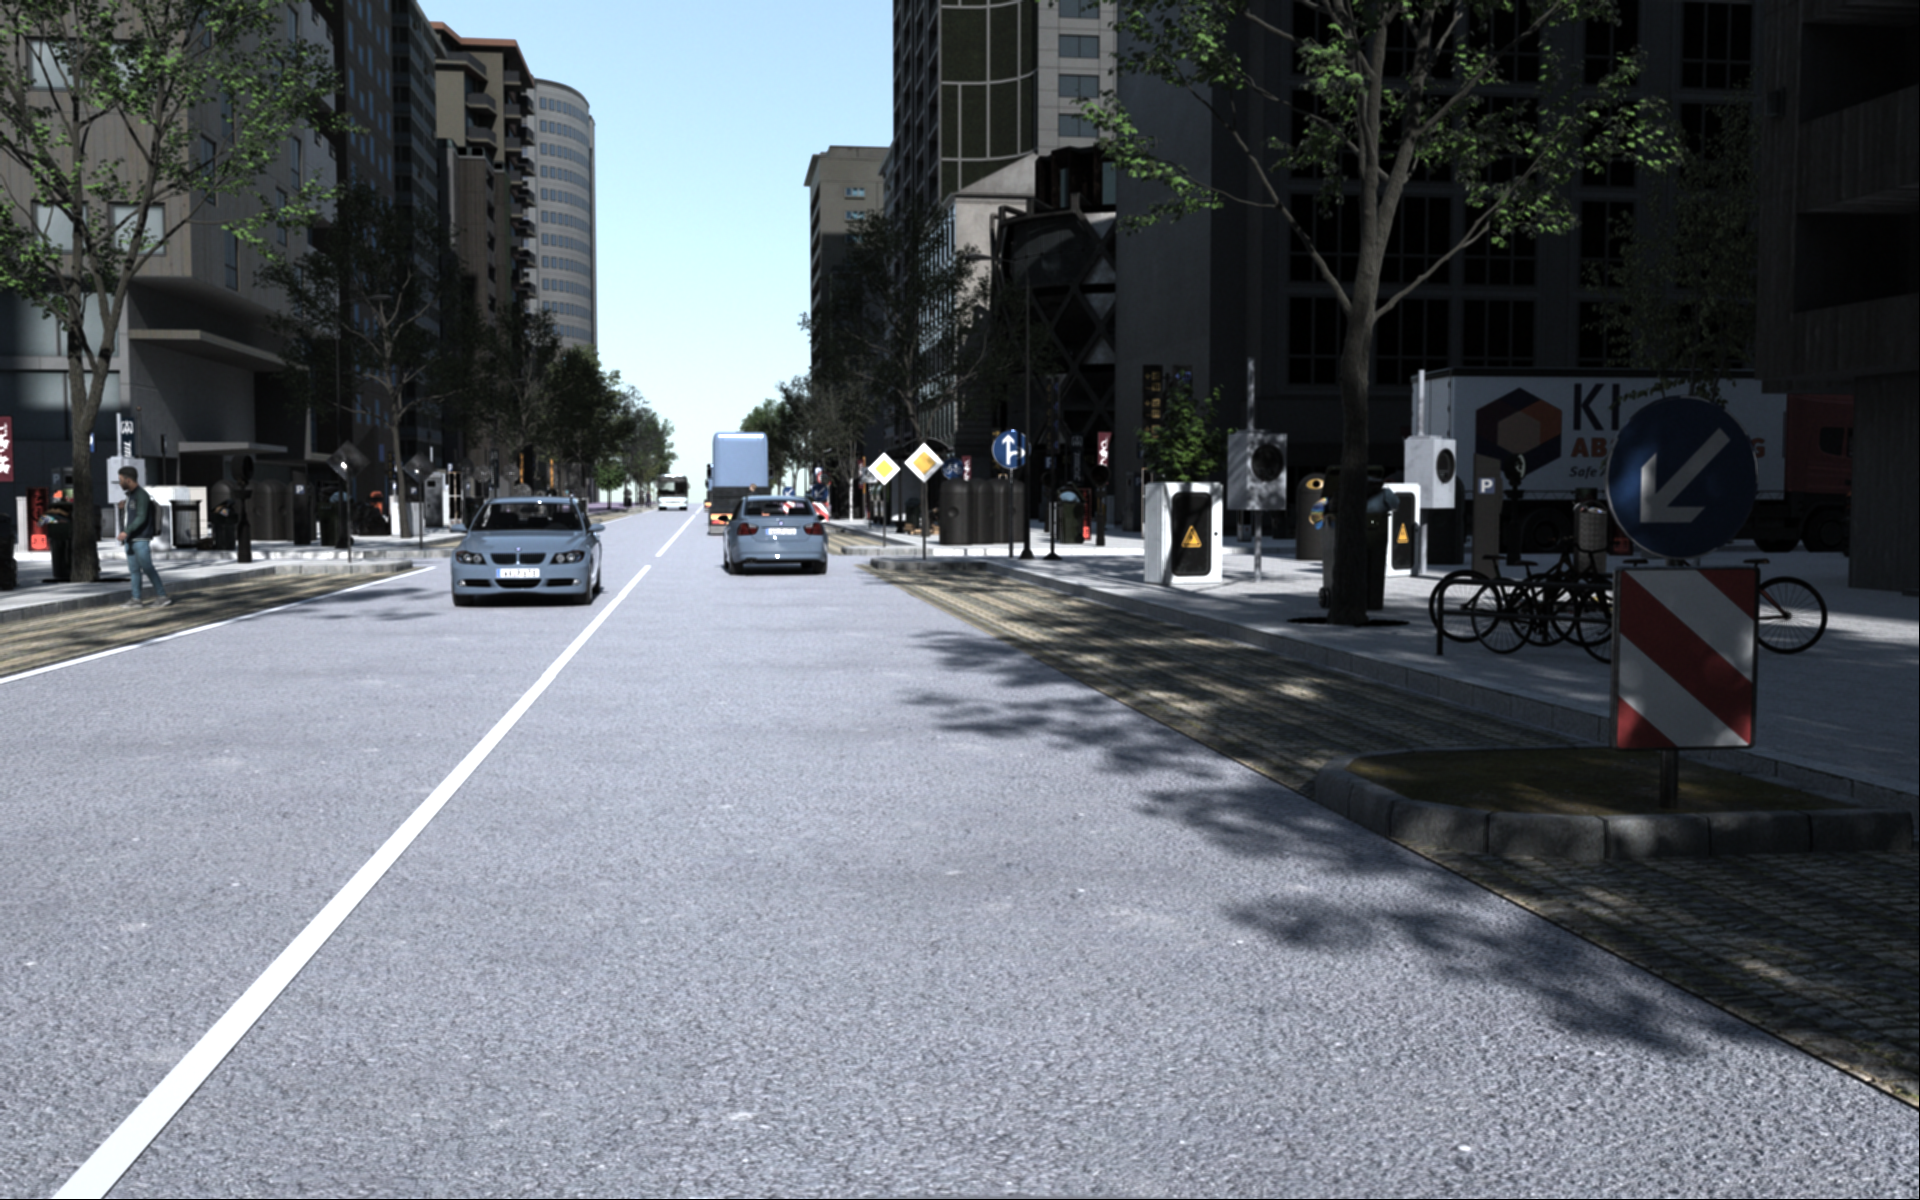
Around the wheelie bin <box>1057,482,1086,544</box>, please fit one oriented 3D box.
[{"bbox_3d":[2.866,-2.251,44.704,0.693,1.594,0.980,0,4,-8],"label":"wheelie bin"}]

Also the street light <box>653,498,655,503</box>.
[{"bbox_3d":[-40.641,-15.584,227.346,1.470,5.913,1.316,0,4,-8],"label":"street light"}]

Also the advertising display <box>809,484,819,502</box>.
[{"bbox_3d":[-9.232,-6.520,111.818,0.974,1.923,0.123,-1,4,-13],"label":"advertising display"}]

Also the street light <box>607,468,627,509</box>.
[{"bbox_3d":[-28.976,-10.570,145.356,1.470,5.913,1.316,0,4,-8],"label":"street light"}]

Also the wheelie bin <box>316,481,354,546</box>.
[{"bbox_3d":[-15.330,-2.118,42.530,0.980,1.594,0.693,1,4,22],"label":"wheelie bin"}]

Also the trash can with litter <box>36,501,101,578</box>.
[{"bbox_3d":[-13.727,-0.939,26.742,0.624,1.170,1.055,0,4,-6],"label":"trash can with litter"}]

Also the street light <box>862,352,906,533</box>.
[{"bbox_3d":[-2.497,-5.147,56.700,1.470,5.913,1.316,0,4,-8],"label":"street light"}]

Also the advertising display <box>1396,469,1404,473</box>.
[{"bbox_3d":[11.717,-2.483,45.810,0.123,1.923,0.974,2,4,31],"label":"advertising display"}]

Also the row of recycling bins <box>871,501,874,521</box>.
[{"bbox_3d":[-2.714,-4.732,84.475,3.534,1.692,1.069,-1,4,-20],"label":"row of recycling bins"}]

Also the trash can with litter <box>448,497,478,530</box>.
[{"bbox_3d":[-17.820,-3.100,62.074,0.624,1.170,1.055,2,4,25],"label":"trash can with litter"}]

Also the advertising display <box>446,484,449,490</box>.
[{"bbox_3d":[-32.891,-6.503,111.532,0.123,1.923,0.974,2,4,24],"label":"advertising display"}]

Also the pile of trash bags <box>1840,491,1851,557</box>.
[{"bbox_3d":[18.979,-1.570,35.417,1.912,1.369,3.447,0,4,3],"label":"pile of trash bags"}]

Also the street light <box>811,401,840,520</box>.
[{"bbox_3d":[-6.714,-6.967,86.455,1.470,5.913,1.316,0,4,-8],"label":"street light"}]

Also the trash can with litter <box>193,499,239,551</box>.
[{"bbox_3d":[-16.971,-1.714,39.414,1.055,1.170,0.624,1,4,13],"label":"trash can with litter"}]

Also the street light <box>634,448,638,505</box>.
[{"bbox_3d":[-33.200,-12.392,175.155,1.470,5.913,1.316,0,4,-8],"label":"street light"}]

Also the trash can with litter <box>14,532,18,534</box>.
[{"bbox_3d":[-30.771,-2.775,56.434,1.678,1.210,2.233,2,4,34],"label":"trash can with litter"}]

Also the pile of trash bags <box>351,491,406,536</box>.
[{"bbox_3d":[-18.229,-2.739,54.538,1.912,1.369,3.447,-2,4,-25],"label":"pile of trash bags"}]

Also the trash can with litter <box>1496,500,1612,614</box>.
[{"bbox_3d":[6.646,-0.497,19.178,2.233,1.210,1.678,-2,4,-35],"label":"trash can with litter"}]

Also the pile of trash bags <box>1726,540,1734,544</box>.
[{"bbox_3d":[18.524,-2.198,45.697,3.447,1.369,1.912,1,4,20],"label":"pile of trash bags"}]

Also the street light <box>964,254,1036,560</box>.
[{"bbox_3d":[0.776,-3.742,33.720,1.470,5.913,1.316,0,4,-8],"label":"street light"}]

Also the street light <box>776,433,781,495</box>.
[{"bbox_3d":[-13.344,-9.799,132.756,1.470,5.913,1.316,0,4,-8],"label":"street light"}]

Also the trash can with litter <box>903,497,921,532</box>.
[{"bbox_3d":[-1.587,-2.896,58.736,0.624,1.170,1.055,0,4,6],"label":"trash can with litter"}]

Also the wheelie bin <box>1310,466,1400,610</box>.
[{"bbox_3d":[4.430,-0.698,19.317,0.980,1.594,0.693,0,4,-5],"label":"wheelie bin"}]

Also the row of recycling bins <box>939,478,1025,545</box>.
[{"bbox_3d":[0.662,-2.305,44.795,1.069,1.692,3.534,2,4,32],"label":"row of recycling bins"}]

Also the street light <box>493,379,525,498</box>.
[{"bbox_3d":[-18.235,-5.956,69.914,1.470,5.913,1.316,0,4,-8],"label":"street light"}]

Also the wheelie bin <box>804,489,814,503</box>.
[{"bbox_3d":[-9.394,-6.170,108.787,0.693,1.594,0.980,1,4,10],"label":"wheelie bin"}]

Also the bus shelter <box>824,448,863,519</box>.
[{"bbox_3d":[-6.158,-6.152,91.873,1.731,3.624,6.357,0,4,-8],"label":"bus shelter"}]

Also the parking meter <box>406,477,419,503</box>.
[{"bbox_3d":[-18.409,-3.216,58.294,0.399,1.863,0.255,-3,4,-38],"label":"parking meter"}]

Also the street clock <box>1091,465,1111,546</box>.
[{"bbox_3d":[3.470,-2.334,42.728,0.471,2.002,0.358,1,4,15],"label":"street clock"}]

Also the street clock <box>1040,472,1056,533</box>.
[{"bbox_3d":[2.926,-3.240,57.538,0.471,2.002,0.358,-2,4,-23],"label":"street clock"}]

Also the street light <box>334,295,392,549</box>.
[{"bbox_3d":[-13.945,-4.156,40.486,1.470,5.913,1.316,0,4,-8],"label":"street light"}]

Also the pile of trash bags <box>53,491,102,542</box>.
[{"bbox_3d":[-23.855,-2.218,46.017,1.912,1.369,3.447,-2,4,-28],"label":"pile of trash bags"}]

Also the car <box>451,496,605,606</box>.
[{"bbox_3d":[-5.866,-0.717,23.734,2.014,1.417,4.499,-1,4,-9],"label":"car"}]

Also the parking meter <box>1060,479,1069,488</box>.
[{"bbox_3d":[4.207,-3.887,69.266,0.399,1.863,0.255,-3,5,-43],"label":"parking meter"}]

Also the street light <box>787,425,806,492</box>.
[{"bbox_3d":[-10.880,-8.768,115.901,1.470,5.913,1.316,0,4,-8],"label":"street light"}]

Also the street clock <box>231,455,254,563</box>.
[{"bbox_3d":[-13.326,-1.690,32.209,0.358,2.002,0.471,0,4,3],"label":"street clock"}]

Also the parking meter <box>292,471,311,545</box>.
[{"bbox_3d":[-16.567,-2.319,43.625,0.399,1.863,0.255,0,4,-4],"label":"parking meter"}]

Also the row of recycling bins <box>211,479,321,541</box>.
[{"bbox_3d":[-19.299,-2.497,47.940,3.534,1.692,1.069,2,4,24],"label":"row of recycling bins"}]

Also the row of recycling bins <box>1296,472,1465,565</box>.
[{"bbox_3d":[7.916,-1.569,32.769,1.069,1.692,3.534,-3,5,-45],"label":"row of recycling bins"}]

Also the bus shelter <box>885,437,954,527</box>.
[{"bbox_3d":[-1.587,-4.294,64.133,2.014,3.302,5.546,0,4,-8],"label":"bus shelter"}]

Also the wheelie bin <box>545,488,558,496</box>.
[{"bbox_3d":[-22.878,-5.452,97.051,0.693,1.594,0.980,-2,4,-30],"label":"wheelie bin"}]

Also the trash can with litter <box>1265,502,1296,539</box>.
[{"bbox_3d":[9.240,-2.324,49.392,1.055,1.170,0.624,-3,5,-44],"label":"trash can with litter"}]

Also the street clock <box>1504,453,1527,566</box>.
[{"bbox_3d":[9.919,-1.615,30.978,0.358,2.002,0.471,3,5,43],"label":"street clock"}]

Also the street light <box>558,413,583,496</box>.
[{"bbox_3d":[-22.445,-7.756,99.353,1.470,5.913,1.316,0,4,-8],"label":"street light"}]

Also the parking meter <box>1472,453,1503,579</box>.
[{"bbox_3d":[7.523,-1.161,24.699,0.399,1.863,0.255,1,4,21],"label":"parking meter"}]

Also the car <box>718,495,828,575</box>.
[{"bbox_3d":[-3.460,-1.230,32.117,2.014,1.417,4.499,-1,4,-10],"label":"car"}]

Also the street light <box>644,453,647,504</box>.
[{"bbox_3d":[-36.428,-13.784,197.907,1.470,5.913,1.316,0,4,-8],"label":"street light"}]

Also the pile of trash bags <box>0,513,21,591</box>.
[{"bbox_3d":[-13.384,-0.780,22.508,1.912,1.369,3.447,-1,4,-22],"label":"pile of trash bags"}]
